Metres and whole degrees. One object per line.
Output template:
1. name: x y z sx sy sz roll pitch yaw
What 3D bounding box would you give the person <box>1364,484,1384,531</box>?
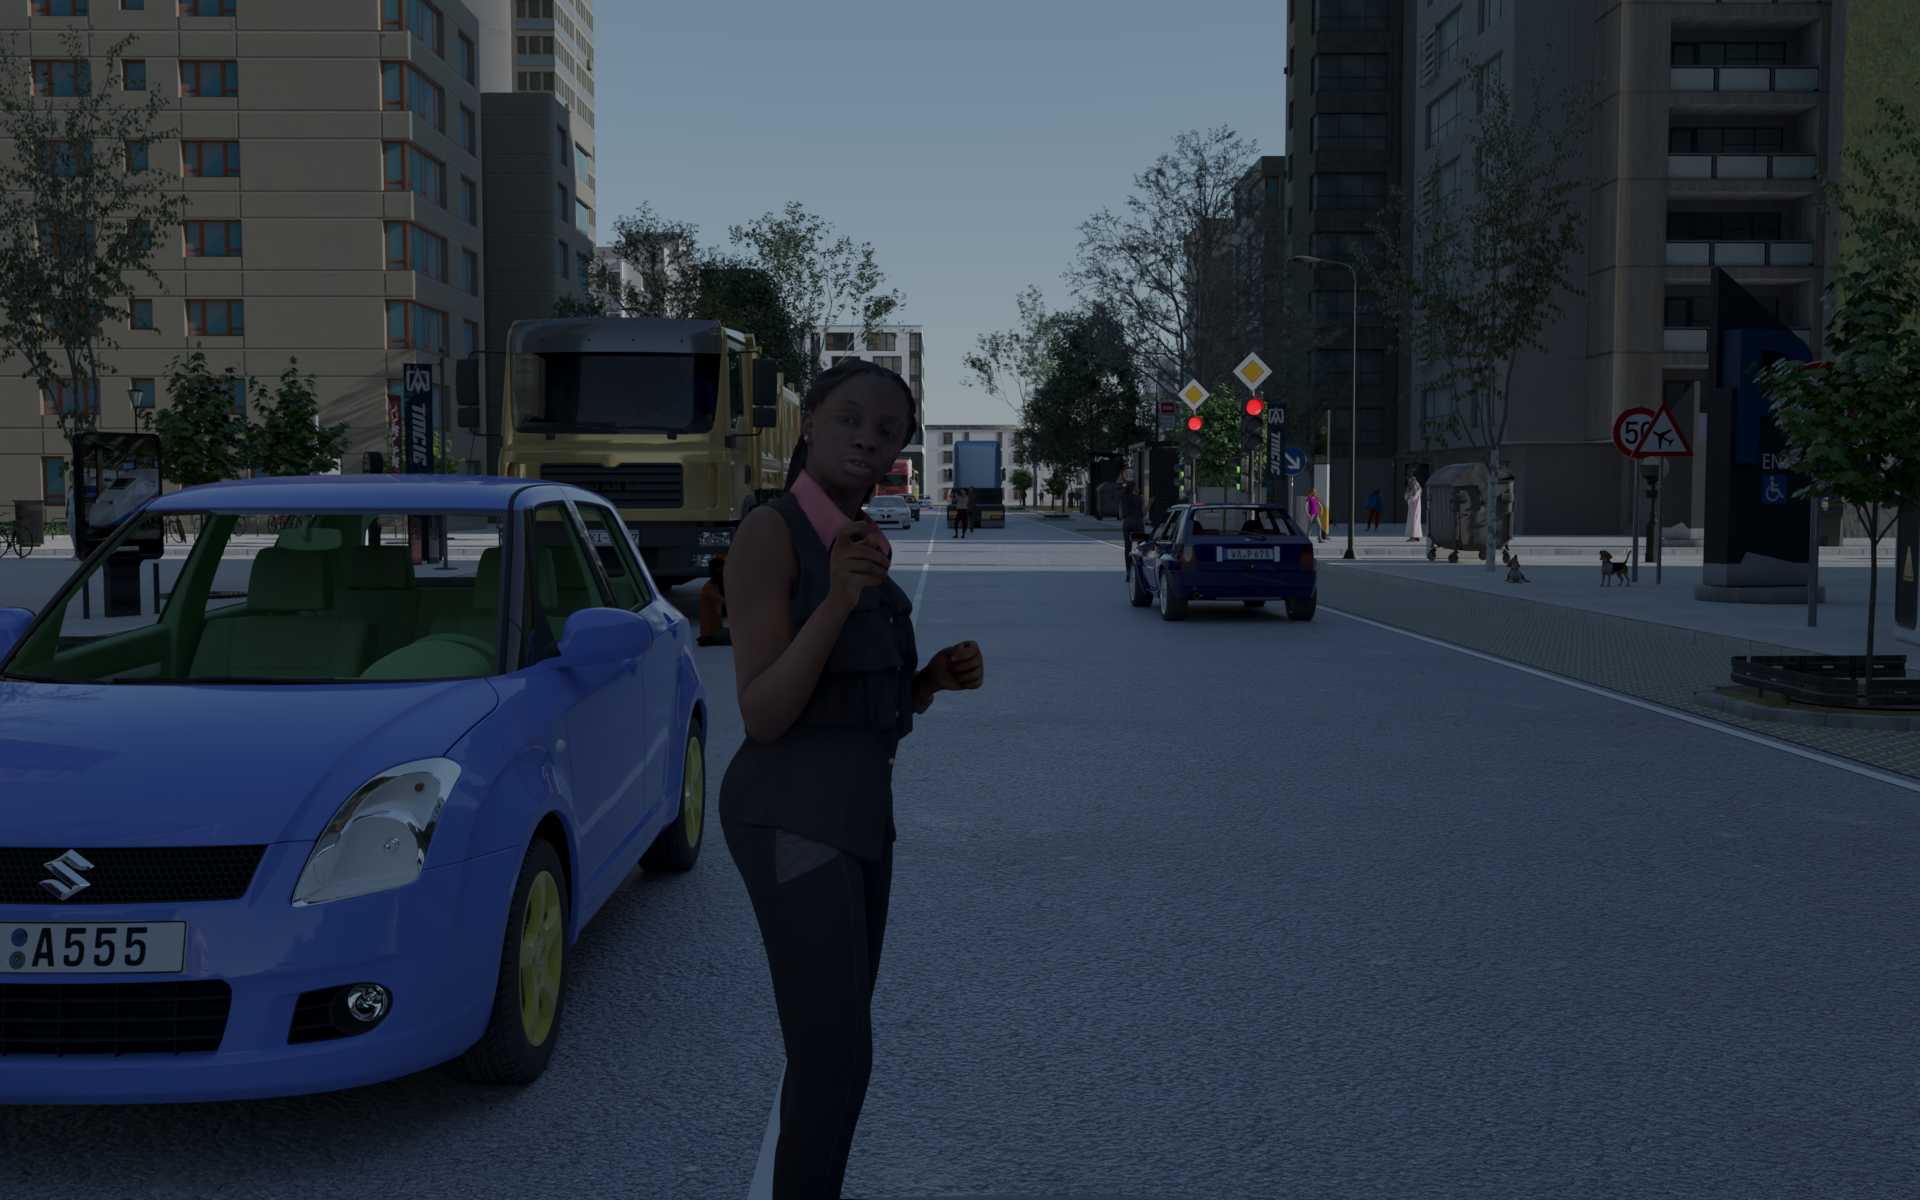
1. person: 14.326 -3.190 59.910 0.444 1.614 0.593 -3 5 -42

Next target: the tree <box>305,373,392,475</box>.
1. tree: -9.139 -1.797 23.985 1.663 3.219 1.824 0 3 0

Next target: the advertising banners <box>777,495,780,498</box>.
1. advertising banners: -10.248 -6.125 96.337 2.074 3.025 0.090 0 4 4

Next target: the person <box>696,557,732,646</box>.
1. person: -2.230 0.017 16.515 0.655 0.850 0.859 0 4 -2

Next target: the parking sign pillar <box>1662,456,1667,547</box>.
1. parking sign pillar: 17.633 -3.281 42.120 1.447 3.967 1.447 -1 4 -9

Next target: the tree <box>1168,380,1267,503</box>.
1. tree: 7.581 -4.047 49.881 4.285 4.588 4.351 0 3 0

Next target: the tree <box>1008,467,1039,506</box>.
1. tree: 6.915 -12.758 192.301 4.285 4.588 4.351 0 3 0

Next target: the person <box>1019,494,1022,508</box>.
1. person: 5.252 -8.386 148.827 0.599 1.433 0.991 0 4 -4

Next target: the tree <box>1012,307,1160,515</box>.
1. tree: 7.889 -11.462 104.405 9.611 12.733 9.660 0 3 0

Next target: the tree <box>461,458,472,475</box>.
1. tree: -14.797 -3.311 48.739 1.663 3.219 1.824 0 3 0

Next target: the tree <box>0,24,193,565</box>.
1. tree: -13.719 -4.651 26.410 4.360 8.622 3.978 0 3 0

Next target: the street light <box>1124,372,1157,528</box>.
1. street light: 6.948 -5.725 66.142 1.470 5.913 1.316 0 4 -1

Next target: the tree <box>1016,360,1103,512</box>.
1. tree: 7.597 -12.116 123.854 9.928 11.665 9.643 0 3 0

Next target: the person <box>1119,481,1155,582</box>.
1. person: 2.883 -1.120 28.289 0.593 1.643 0.415 -2 4 -28

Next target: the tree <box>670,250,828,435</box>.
1. tree: -10.521 -10.065 81.567 9.611 12.733 9.660 0 3 0

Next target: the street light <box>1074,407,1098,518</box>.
1. street light: 6.730 -7.310 92.057 1.470 5.913 1.316 0 4 -1

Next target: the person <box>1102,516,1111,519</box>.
1. person: 7.693 -4.929 89.828 0.799 1.438 0.628 0 4 4

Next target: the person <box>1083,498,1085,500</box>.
1. person: 9.975 -7.811 136.968 0.599 1.433 0.991 2 4 35

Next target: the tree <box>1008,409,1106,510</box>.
1. tree: 7.479 -12.347 136.287 8.767 10.594 7.601 -3 4 -37

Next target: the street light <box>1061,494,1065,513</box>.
1. street light: 6.462 -8.858 117.372 1.470 5.913 1.316 0 4 -1

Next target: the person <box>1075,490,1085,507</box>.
1. person: 11.516 -9.841 167.667 1.217 1.735 0.721 0 4 2

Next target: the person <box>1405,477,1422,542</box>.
1. person: 12.196 -2.444 46.667 0.621 1.740 0.551 -1 4 -21

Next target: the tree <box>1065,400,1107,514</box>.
1. tree: 8.149 -9.920 112.561 4.737 8.622 4.395 0 3 0

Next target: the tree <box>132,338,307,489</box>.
1. tree: -9.316 -1.648 21.540 1.663 3.219 1.824 0 3 0

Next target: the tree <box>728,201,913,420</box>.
1. tree: -9.377 -15.564 110.362 12.611 20.169 13.585 0 3 0

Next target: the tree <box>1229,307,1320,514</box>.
1. tree: 13.018 -7.177 67.701 4.360 8.622 3.978 0 3 0

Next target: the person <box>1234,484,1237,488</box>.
1. person: 9.505 -3.204 60.139 0.444 1.614 0.593 -2 4 -27

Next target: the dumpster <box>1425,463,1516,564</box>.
1. dumpster: 9.605 -1.642 32.602 1.264 1.857 1.865 0 4 -1

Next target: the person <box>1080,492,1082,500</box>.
1. person: 13.917 -11.552 198.192 0.721 1.723 1.217 0 4 -1

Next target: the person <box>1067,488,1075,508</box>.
1. person: 10.199 -9.317 158.406 0.705 1.821 1.348 -2 4 -25

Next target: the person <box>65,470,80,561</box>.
1. person: -16.934 -1.621 33.271 0.841 1.734 0.376 3 5 40

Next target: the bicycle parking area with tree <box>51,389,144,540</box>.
1. bicycle parking area with tree: -20.936 -3.823 49.508 8.231 4.147 9.016 -3 5 -40

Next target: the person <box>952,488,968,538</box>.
1. person: -0.002 -2.840 56.393 0.566 1.644 0.517 -1 4 -10

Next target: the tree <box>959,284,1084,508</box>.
1. tree: 6.008 -18.552 159.221 12.611 20.169 13.585 0 3 0

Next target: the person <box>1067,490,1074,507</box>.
1. person: 10.952 -10.054 171.224 0.742 1.727 0.445 1 4 22

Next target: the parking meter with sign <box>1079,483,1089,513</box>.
1. parking meter with sign: 8.933 -7.381 116.944 1.738 3.016 0.543 0 4 6

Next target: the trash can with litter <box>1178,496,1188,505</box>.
1. trash can with litter: 8.399 -3.233 63.920 1.678 1.210 2.233 -2 4 -33

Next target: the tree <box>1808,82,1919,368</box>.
1. tree: 13.369 -4.378 21.946 4.737 8.622 4.395 0 3 0

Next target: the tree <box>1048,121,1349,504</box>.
1. tree: 7.820 -8.999 57.509 12.009 13.543 11.850 0 3 0

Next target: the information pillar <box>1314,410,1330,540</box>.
1. information pillar: 10.183 -3.508 48.702 0.183 3.616 0.504 -3 4 -38

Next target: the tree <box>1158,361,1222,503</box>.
1. tree: 12.730 -8.749 93.414 4.737 8.622 4.395 0 3 0

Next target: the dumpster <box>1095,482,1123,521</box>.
1. dumpster: 7.245 -4.761 83.603 1.264 1.857 1.865 0 4 -1

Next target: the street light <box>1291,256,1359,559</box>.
1. street light: 7.155 -3.756 33.959 1.470 5.913 1.316 0 4 -1

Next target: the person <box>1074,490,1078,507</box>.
1. person: 11.964 -10.488 178.439 0.541 1.710 0.530 1 4 13

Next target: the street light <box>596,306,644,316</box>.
1. street light: -8.506 -4.307 42.968 1.470 5.913 1.316 0 4 -1

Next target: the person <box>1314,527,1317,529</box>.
1. person: 13.291 -3.499 63.982 0.376 1.734 0.841 2 4 23

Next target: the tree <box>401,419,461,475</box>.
1. tree: -14.269 -3.068 44.769 1.663 3.219 1.824 0 3 0

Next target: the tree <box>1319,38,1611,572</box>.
1. tree: 8.714 -4.786 28.606 4.360 8.622 3.978 0 3 0

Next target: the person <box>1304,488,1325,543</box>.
1. person: 8.908 -2.077 43.235 0.726 1.435 0.776 -2 4 -30

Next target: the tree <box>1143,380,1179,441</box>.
1. tree: 12.003 -8.209 84.572 4.360 8.622 3.978 0 3 0

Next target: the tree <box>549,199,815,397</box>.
1. tree: -10.200 -7.431 55.915 8.767 10.594 7.601 1 4 15

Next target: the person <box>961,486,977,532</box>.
1. person: 0.330 -3.420 65.102 0.565 1.739 0.600 -3 4 -39

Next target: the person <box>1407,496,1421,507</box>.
1. person: 18.393 -3.878 70.132 0.565 1.739 0.600 2 4 30

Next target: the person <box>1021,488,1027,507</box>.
1. person: 6.492 -10.406 175.805 0.705 1.869 1.348 -2 4 -28

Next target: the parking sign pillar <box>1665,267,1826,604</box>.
1. parking sign pillar: 9.614 -1.973 20.731 1.447 3.967 1.447 -1 4 -17

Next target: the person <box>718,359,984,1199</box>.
1. person: -0.158 0.445 2.693 0.415 1.643 0.593 -2 4 -24

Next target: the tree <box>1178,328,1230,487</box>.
1. tree: 11.978 -7.660 75.599 4.360 8.622 3.978 0 3 0

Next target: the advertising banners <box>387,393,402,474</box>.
1. advertising banners: -9.801 -2.136 31.119 0.090 3.025 2.074 0 4 7

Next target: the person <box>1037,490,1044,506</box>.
1. person: 8.546 -10.845 183.887 0.617 1.759 0.750 2 4 32
